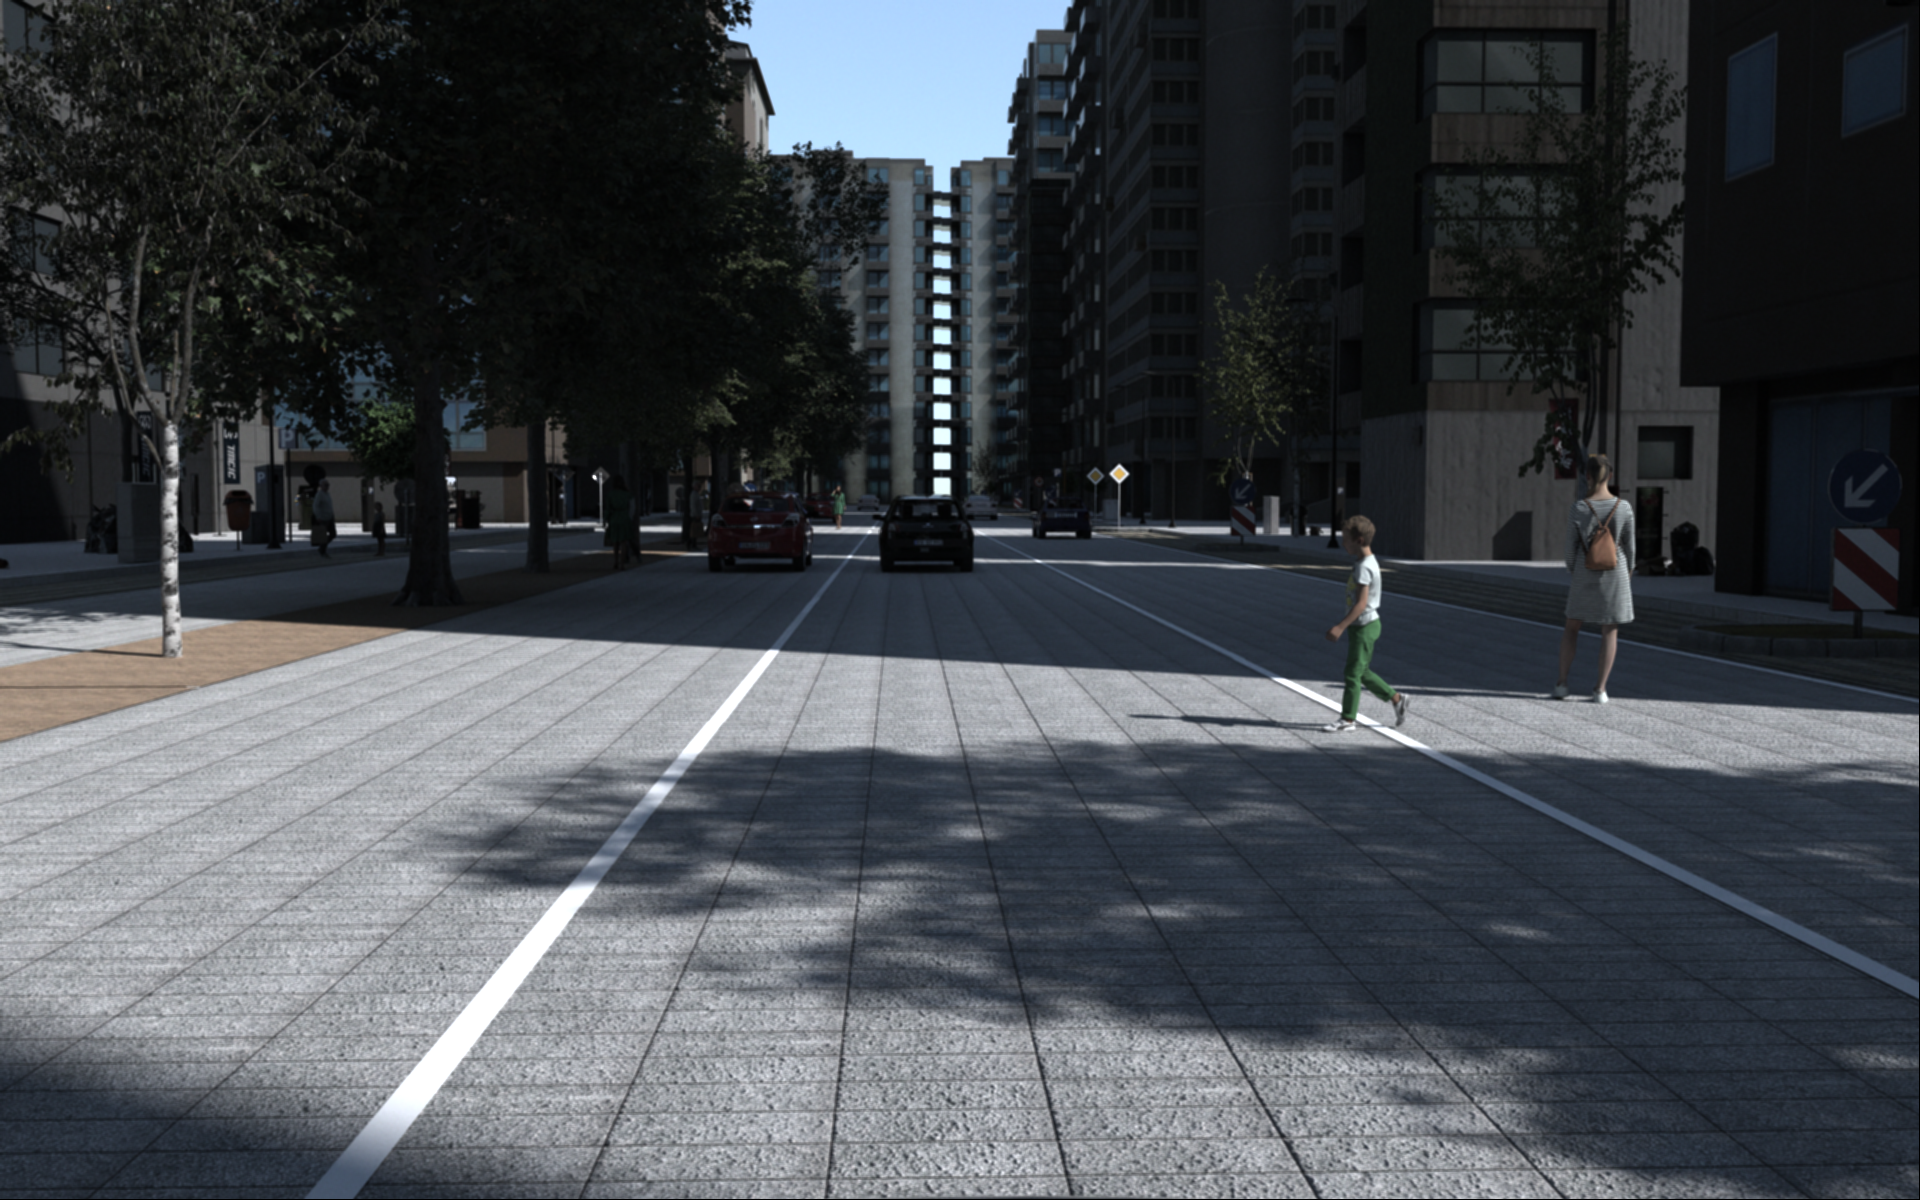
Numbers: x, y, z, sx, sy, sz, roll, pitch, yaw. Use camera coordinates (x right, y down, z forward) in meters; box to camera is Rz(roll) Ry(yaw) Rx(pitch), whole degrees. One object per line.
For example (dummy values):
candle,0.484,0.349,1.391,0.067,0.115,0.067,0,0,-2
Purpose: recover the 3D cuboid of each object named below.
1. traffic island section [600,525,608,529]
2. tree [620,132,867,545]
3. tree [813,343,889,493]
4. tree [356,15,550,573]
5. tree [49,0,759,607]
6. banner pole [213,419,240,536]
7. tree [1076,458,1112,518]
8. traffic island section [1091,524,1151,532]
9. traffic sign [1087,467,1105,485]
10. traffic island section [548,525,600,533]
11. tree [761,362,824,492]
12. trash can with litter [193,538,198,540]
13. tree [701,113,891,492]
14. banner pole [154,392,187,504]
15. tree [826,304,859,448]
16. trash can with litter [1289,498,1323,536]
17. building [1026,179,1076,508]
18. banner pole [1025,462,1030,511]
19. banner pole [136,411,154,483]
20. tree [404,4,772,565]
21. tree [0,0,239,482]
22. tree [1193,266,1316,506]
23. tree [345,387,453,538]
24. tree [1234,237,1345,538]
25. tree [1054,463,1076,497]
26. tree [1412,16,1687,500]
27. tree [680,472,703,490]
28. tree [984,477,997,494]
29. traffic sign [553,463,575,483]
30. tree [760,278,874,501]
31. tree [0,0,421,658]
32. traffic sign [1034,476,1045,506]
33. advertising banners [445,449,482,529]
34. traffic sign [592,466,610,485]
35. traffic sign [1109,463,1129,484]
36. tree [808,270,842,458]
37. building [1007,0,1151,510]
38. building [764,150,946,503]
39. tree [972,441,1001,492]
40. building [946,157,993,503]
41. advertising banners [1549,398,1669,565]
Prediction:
traffic island section,-15.207,-3.115,73.218,2.009,0.180,2.903,0,4,-2
tree,-7.664,-7.387,48.983,9.928,11.665,9.643,0,3,0
tree,-10.578,-13.497,133.503,12.009,13.543,11.850,0,3,0
tree,-7.776,-6.780,31.438,7.486,12.596,7.792,0,3,0
tree,-6.823,-6.276,22.075,9.611,12.733,9.660,0,3,0
banner pole,-22.531,-3.863,53.183,0.863,3.779,0.401,-1,4,-16
tree,7.383,-6.033,93.235,1.663,3.219,1.824,0,3,0
traffic island section,6.097,-2.671,65.957,2.009,0.180,2.903,0,4,-2
traffic sign,5.798,-4.383,73.853,0.795,2.593,0.064,0,4,-2
traffic island section,-14.932,-2.627,65.238,2.009,0.180,2.903,0,4,-2
tree,-9.415,-8.723,95.444,4.360,8.622,3.978,0,3,0
trash can with litter,-22.462,-2.276,48.277,2.233,1.210,1.678,0,4,2
tree,-10.225,-13.954,86.490,12.611,20.169,13.585,0,3,0
banner pole,-19.187,-3.201,42.356,0.863,3.779,0.401,2,4,30
tree,-8.316,-8.521,58.785,9.611,12.733,9.660,0,3,0
trash can with litter,10.767,-2.594,53.801,1.055,1.170,0.624,2,4,23
building,13.053,-23.829,161.297,14.160,30.474,14.107,0,4,-2
banner pole,5.288,-8.892,135.399,0.401,3.779,0.863,0,4,4
banner pole,-21.459,-3.421,45.954,0.863,3.779,0.401,1,4,15
tree,-7.722,-7.313,40.157,7.486,12.596,7.792,0,3,0
tree,-16.078,-6.015,32.760,8.767,10.594,7.601,0,4,3
tree,9.478,-6.506,56.740,4.737,8.622,4.395,0,3,0
tree,-16.614,-4.141,51.424,4.285,4.588,4.351,0,3,0
tree,10.106,-6.130,50.586,4.360,8.622,3.978,0,3,0
tree,6.972,-6.981,108.742,1.663,3.219,1.824,0,3,0
tree,9.416,-4.670,26.712,4.737,8.622,4.395,0,3,0
tree,-19.868,-8.132,127.565,1.663,3.219,1.824,0,3,0
tree,3.458,-12.613,200.827,1.663,3.219,1.824,0,3,0
traffic sign,-14.909,-3.852,65.172,0.795,2.593,0.064,0,4,-2
tree,-9.542,-11.827,102.476,9.857,13.997,8.962,0,3,0
tree,-6.911,-3.810,15.119,4.360,8.622,3.978,0,3,0
traffic sign,5.728,-7.638,124.990,0.768,2.556,0.104,0,4,0
advertising banners,-18.668,-4.195,64.777,2.074,3.025,0.090,2,4,31
traffic sign,-15.184,-4.340,73.152,0.795,2.593,0.064,0,4,-2
traffic sign,6.074,-3.895,65.873,0.795,2.593,0.064,0,4,-2
tree,-9.109,-9.544,76.625,7.486,12.596,7.792,0,3,0
building,16.535,-34.465,183.103,23.786,49.044,30.456,0,4,-2
building,-17.920,-38.184,243.920,30.456,49.044,23.786,0,4,-2
tree,3.259,-16.902,226.704,4.360,8.622,3.978,0,3,0
building,12.484,-38.308,245.938,30.456,49.044,23.786,0,4,-2
advertising banners,11.716,-2.151,31.358,2.074,3.025,0.090,2,4,24
